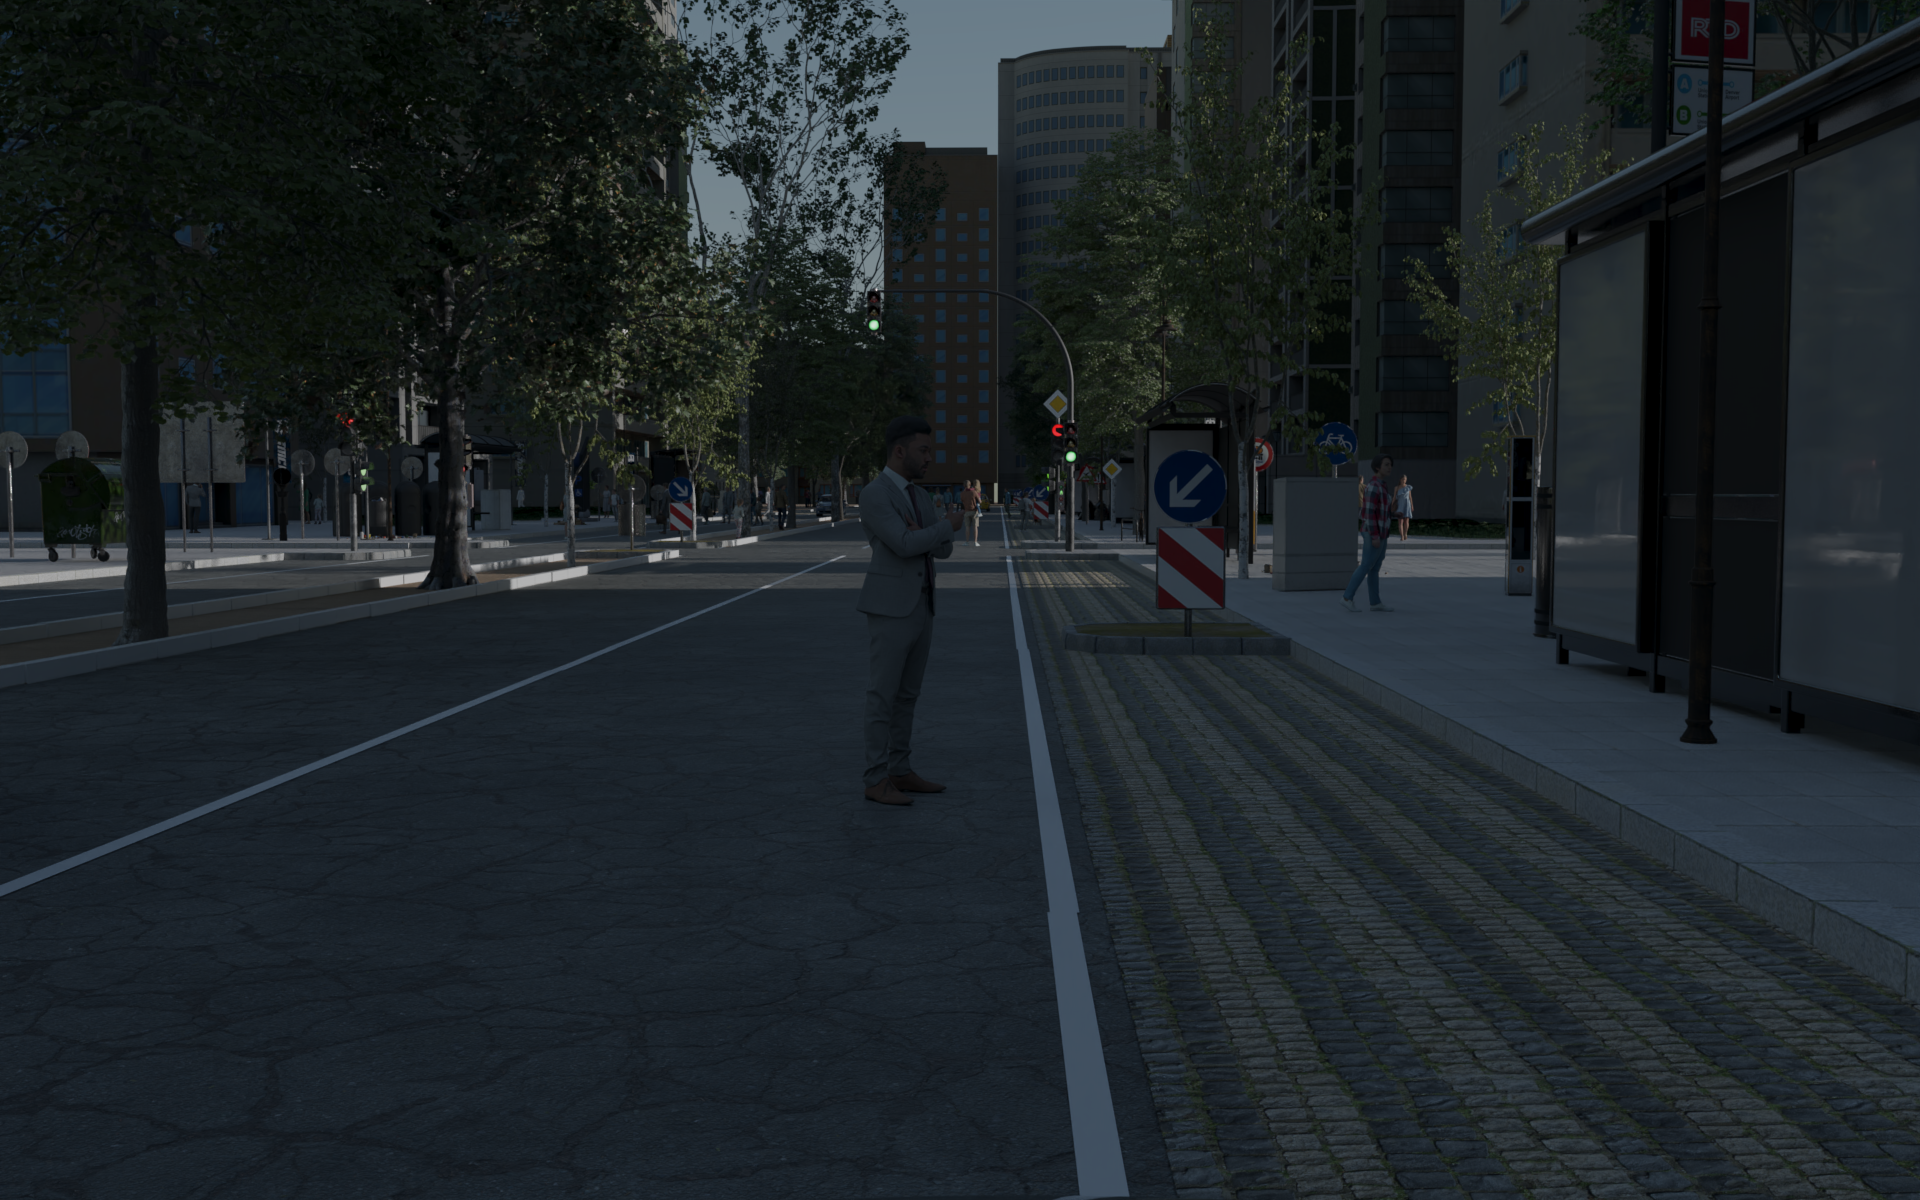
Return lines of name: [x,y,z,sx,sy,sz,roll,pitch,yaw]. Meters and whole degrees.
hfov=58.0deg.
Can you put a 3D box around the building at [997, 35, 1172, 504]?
building: [19.030,-41.850,226.252,28.212,58.520,21.231,0,4,1]

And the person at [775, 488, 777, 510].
person: [-14.874,-8.216,140.892,0.721,1.766,1.217,1,4,16]

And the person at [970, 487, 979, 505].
person: [0.735,-5.126,92.284,0.573,1.828,0.580,1,4,22]

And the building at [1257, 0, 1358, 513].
building: [29.378,-41.053,109.465,20.563,71.187,20.611,0,4,1]

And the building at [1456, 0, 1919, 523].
building: [31.016,-27.052,66.007,21.600,48.544,21.300,0,4,1]

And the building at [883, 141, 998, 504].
building: [-2.263,-35.041,223.038,14.200,45.320,14.600,0,4,1]

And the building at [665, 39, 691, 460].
building: [-31.800,-28.611,151.390,14.154,41.232,14.086,0,4,1]

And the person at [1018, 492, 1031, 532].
person: [2.407,-3.286,64.820,0.503,1.515,0.523,0,4,-7]

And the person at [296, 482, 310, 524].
person: [-27.996,-4.144,74.045,0.600,1.795,0.529,3,4,36]

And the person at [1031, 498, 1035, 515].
person: [4.077,-4.921,93.971,0.382,1.210,0.505,-1,4,-16]

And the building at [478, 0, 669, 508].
building: [-35.132,-31.142,132.874,21.300,48.544,21.600,0,4,1]

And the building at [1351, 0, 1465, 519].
building: [26.243,-19.140,84.633,14.160,30.474,14.107,0,4,1]

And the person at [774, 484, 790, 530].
person: [-7.041,-3.680,68.583,0.656,1.842,0.836,0,4,0]

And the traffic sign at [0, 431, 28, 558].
traffic sign: [-19.182,-2.132,34.969,0.768,2.556,0.104,0,4,7]

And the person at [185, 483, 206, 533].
person: [-25.042,-3.086,56.688,0.592,1.802,0.473,1,4,10]

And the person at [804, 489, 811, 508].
person: [-14.417,-9.595,163.649,0.721,1.743,1.217,-3,4,-36]

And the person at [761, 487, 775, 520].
person: [-10.796,-5.440,97.316,0.818,1.842,0.514,0,4,-3]

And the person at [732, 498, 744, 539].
person: [-6.693,-2.428,52.471,0.425,1.301,0.394,1,4,20]

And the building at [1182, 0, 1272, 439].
building: [24.459,-27.698,136.454,14.154,41.232,14.086,0,4,1]

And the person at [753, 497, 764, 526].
person: [-9.127,-4.028,78.626,0.475,1.303,0.640,2,4,32]

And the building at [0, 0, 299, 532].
building: [-34.546,-25.307,63.878,14.600,45.320,14.200,0,4,1]

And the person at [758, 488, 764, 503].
person: [-19.059,-9.741,165.175,0.709,1.838,0.599,-1,4,-21]

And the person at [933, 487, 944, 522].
person: [-0.887,-3.672,69.544,0.512,1.701,0.522,-1,4,-14]

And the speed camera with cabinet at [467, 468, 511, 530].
speed camera with cabinet: [-17.061,-4.154,62.247,2.038,3.252,0.660,2,4,32]

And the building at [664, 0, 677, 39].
building: [-48.900,-48.229,226.801,20.611,71.187,20.563,0,4,1]

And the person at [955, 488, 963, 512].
person: [-0.023,-6.185,109.638,0.660,1.820,0.620,1,4,10]

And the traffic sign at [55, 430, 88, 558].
traffic sign: [-17.803,-2.116,34.711,0.768,2.556,0.104,1,4,11]

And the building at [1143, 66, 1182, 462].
building: [26.452,-32.331,178.716,14.600,45.320,14.200,0,4,1]

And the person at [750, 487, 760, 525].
person: [-9.644,-4.375,80.377,0.623,1.781,0.721,3,4,37]

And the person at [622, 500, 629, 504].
person: [-19.380,-5.761,100.439,0.606,1.804,0.583,-2,4,-31]

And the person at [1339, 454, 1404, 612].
person: [4.495,-0.734,18.889,0.643,1.720,0.563,1,4,21]

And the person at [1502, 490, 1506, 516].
person: [18.941,-3.224,59.503,0.466,1.731,0.760,-2,4,-27]

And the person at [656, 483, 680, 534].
person: [-10.412,-3.268,61.892,0.822,1.834,0.622,1,4,18]

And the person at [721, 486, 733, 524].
person: [-11.320,-4.627,84.244,0.635,1.810,0.391,1,4,15]

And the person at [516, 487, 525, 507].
person: [-30.558,-7.023,120.751,0.818,1.842,0.514,1,4,11]

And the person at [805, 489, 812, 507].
person: [-15.180,-10.145,172.439,0.750,1.759,0.617,-3,4,-36]

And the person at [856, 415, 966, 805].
person: [-0.219,0.035,8.108,0.466,1.800,0.511,1,4,14]

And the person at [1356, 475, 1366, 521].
person: [11.893,-2.767,51.199,0.656,1.842,0.836,-3,5,-43]

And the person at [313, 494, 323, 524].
person: [-27.199,-3.854,73.331,0.394,1.301,0.425,2,4,28]

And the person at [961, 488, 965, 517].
person: [0.303,-6.050,107.379,0.822,1.834,0.622,-3,5,-45]

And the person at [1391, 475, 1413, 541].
person: [12.161,-2.541,47.678,0.616,1.811,0.778,1,4,17]

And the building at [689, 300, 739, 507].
building: [-38.239,-20.127,174.117,28.899,21.520,27.650,0,4,1]

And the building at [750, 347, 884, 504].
building: [-24.069,-23.630,231.387,28.899,21.520,27.650,0,4,1]

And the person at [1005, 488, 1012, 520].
person: [2.671,-5.286,95.271,0.444,1.785,0.601,0,4,6]

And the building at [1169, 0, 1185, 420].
building: [33.811,-34.744,157.298,28.713,52.752,27.495,0,4,1]

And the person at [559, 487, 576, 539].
person: [-12.434,-2.778,54.927,0.522,1.701,0.512,-1,4,-17]

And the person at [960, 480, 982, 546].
person: [0.348,-2.408,47.852,0.580,1.828,0.573,-2,4,-35]

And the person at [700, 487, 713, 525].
person: [-11.692,-4.356,80.205,0.515,1.767,0.782,1,4,22]

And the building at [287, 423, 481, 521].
building: [-36.844,-39.989,92.067,20.563,71.187,20.611,0,4,1]

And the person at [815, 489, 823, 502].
person: [-14.468,-10.519,178.018,1.348,1.826,0.705,2,4,27]

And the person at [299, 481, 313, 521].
person: [-31.081,-4.696,82.189,0.648,1.900,0.474,-3,5,-40]

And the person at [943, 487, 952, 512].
person: [-0.711,-5.968,105.936,0.638,1.841,0.748,3,4,39]

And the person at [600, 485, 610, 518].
person: [-18.868,-5.229,92.109,0.480,1.755,0.524,1,4,22]

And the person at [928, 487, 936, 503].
person: [-1.460,-4.851,88.067,0.600,1.795,0.529,-2,4,-26]

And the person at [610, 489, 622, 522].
person: [-15.698,-4.304,79.006,0.503,1.515,0.523,0,4,-5]
